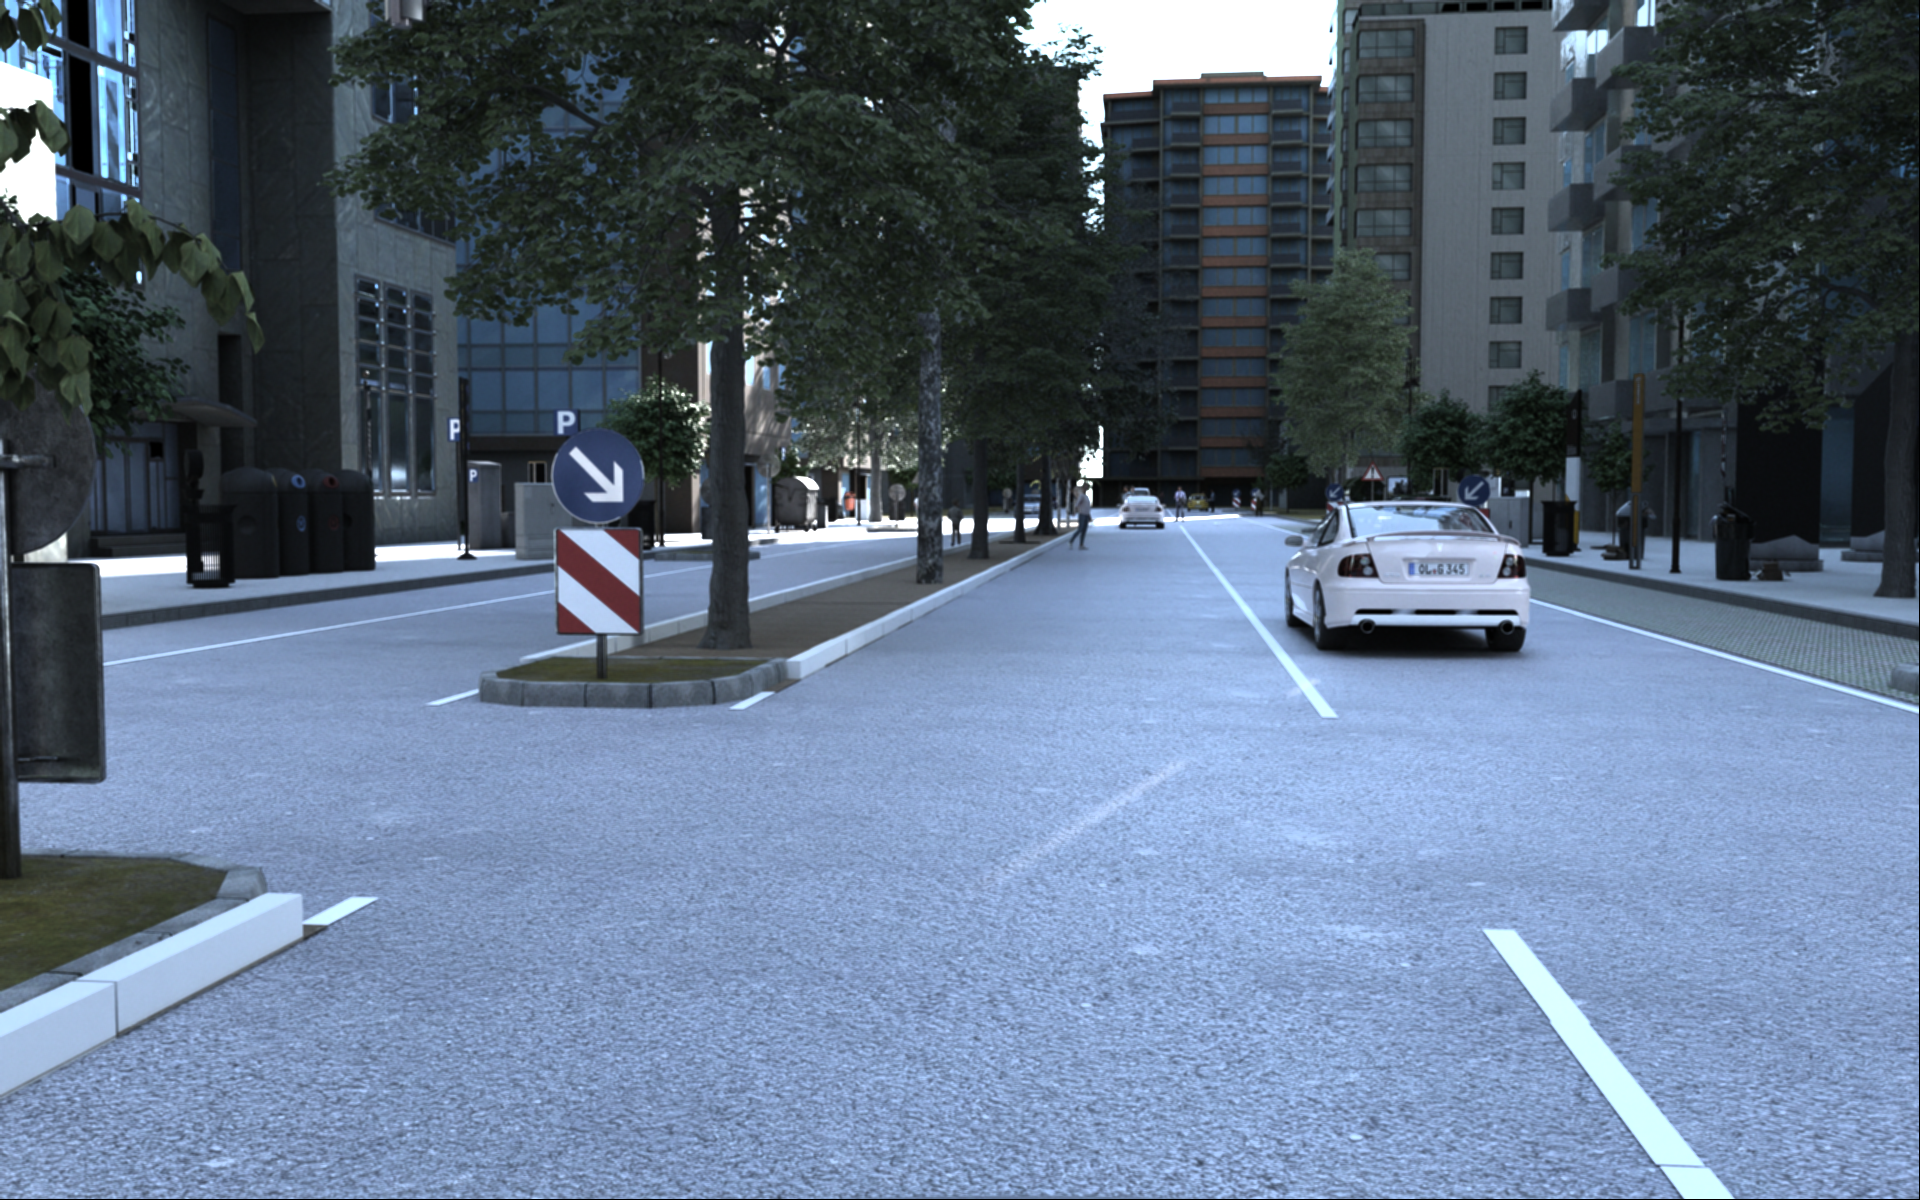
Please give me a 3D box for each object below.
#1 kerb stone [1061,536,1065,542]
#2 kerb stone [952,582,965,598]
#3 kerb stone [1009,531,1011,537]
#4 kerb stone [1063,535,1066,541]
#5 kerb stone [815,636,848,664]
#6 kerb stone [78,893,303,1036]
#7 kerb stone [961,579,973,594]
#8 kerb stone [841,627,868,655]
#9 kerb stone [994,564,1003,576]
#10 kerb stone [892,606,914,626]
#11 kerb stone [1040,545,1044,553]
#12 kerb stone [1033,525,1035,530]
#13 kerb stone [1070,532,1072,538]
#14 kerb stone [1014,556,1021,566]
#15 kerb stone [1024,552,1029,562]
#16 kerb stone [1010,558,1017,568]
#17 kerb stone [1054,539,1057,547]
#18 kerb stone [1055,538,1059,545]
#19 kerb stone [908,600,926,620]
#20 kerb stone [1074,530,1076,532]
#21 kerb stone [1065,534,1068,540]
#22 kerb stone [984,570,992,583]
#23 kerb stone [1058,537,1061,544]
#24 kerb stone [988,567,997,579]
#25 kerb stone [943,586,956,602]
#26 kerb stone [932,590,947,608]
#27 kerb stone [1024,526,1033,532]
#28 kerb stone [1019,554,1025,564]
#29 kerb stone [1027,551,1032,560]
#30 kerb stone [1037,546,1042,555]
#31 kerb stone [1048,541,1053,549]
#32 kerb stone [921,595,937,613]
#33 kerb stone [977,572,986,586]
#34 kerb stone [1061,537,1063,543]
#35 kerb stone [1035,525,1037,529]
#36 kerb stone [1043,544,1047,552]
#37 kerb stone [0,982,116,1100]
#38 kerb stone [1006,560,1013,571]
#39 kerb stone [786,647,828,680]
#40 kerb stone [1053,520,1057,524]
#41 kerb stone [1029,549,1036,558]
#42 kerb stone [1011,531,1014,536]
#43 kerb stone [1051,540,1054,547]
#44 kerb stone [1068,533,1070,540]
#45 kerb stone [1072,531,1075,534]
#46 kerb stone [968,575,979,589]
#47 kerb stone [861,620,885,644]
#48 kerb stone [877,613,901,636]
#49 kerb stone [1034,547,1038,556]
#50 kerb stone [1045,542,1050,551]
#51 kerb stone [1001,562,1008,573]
[{"bbox_3d":[2.892,-1.729,50.472,0.120,0.150,1.000,0,4,6],"label":"kerb stone"},{"bbox_3d":[-0.087,-0.109,24.011,0.120,0.150,1.000,0,4,6],"label":"kerb stone"},{"bbox_3d":[1.505,-2.120,56.851,0.120,0.150,1.000,0,4,6],"label":"kerb stone"},{"bbox_3d":[2.999,-1.792,51.489,0.120,0.150,1.000,0,4,6],"label":"kerb stone"},{"bbox_3d":[-1.128,0.449,14.849,0.120,0.150,1.000,0,4,6],"label":"kerb stone"},{"bbox_3d":[-2.227,1.049,5.075,0.120,0.150,1.000,0,4,6],"label":"kerb stone"},{"bbox_3d":[0.036,-0.173,25.025,0.120,0.150,1.000,0,4,6],"label":"kerb stone"},{"bbox_3d":[-1.007,0.389,15.864,0.120,0.150,1.000,0,4,6],"label":"kerb stone"},{"bbox_3d":[0.591,-0.484,30.106,0.120,0.150,1.000,0,4,6],"label":"kerb stone"},{"bbox_3d":[-0.664,0.201,18.932,0.120,0.150,1.000,0,4,6],"label":"kerb stone"},{"bbox_3d":[1.860,-1.169,41.305,0.120,0.150,1.000,0,4,6],"label":"kerb stone"},{"bbox_3d":[2.769,-2.805,68.059,0.120,0.150,1.000,0,4,6],"label":"kerb stone"},{"bbox_3d":[3.354,-1.978,54.543,0.120,0.150,1.000,0,4,6],"label":"kerb stone"},{"bbox_3d":[1.060,-0.732,34.170,0.120,0.150,1.000,0,4,6],"label":"kerb stone"},{"bbox_3d":[1.286,-0.854,36.208,0.120,0.150,1.000,0,4,6],"label":"kerb stone"},{"bbox_3d":[0.943,-0.662,33.155,0.120,0.150,1.000,0,4,6],"label":"kerb stone"},{"bbox_3d":[2.437,-1.475,46.401,0.120,0.150,1.000,0,4,6],"label":"kerb stone"},{"bbox_3d":[2.558,-1.543,47.416,0.120,0.150,1.000,0,4,6],"label":"kerb stone"},{"bbox_3d":[-0.541,0.138,19.947,0.120,0.150,1.000,0,4,6],"label":"kerb stone"},{"bbox_3d":[3.700,-2.165,57.600,0.120,0.150,1.000,0,4,6],"label":"kerb stone"},{"bbox_3d":[3.120,-1.853,52.508,0.120,0.150,1.000,0,4,6],"label":"kerb stone"},{"bbox_3d":[0.372,-0.355,28.074,0.120,0.150,1.000,0,4,6],"label":"kerb stone"},{"bbox_3d":[2.668,-1.604,48.435,0.120,0.150,1.000,0,4,6],"label":"kerb stone"},{"bbox_3d":[0.478,-0.413,29.091,0.120,0.150,1.000,0,4,6],"label":"kerb stone"},{"bbox_3d":[-0.205,-0.049,22.995,0.120,0.150,1.000,0,4,6],"label":"kerb stone"},{"bbox_3d":[-0.313,0.013,21.978,0.120,0.150,1.000,0,4,6],"label":"kerb stone"},{"bbox_3d":[2.648,-2.743,67.042,0.120,0.150,1.000,0,4,6],"label":"kerb stone"},{"bbox_3d":[1.174,-0.795,35.192,0.120,0.150,1.000,0,4,6],"label":"kerb stone"},{"bbox_3d":[1.405,-0.915,37.223,0.120,0.150,1.000,0,4,6],"label":"kerb stone"},{"bbox_3d":[1.747,-1.096,40.285,0.120,0.150,1.000,0,4,6],"label":"kerb stone"},{"bbox_3d":[2.218,-1.356,44.358,0.120,0.150,1.000,0,4,6],"label":"kerb stone"},{"bbox_3d":[-0.432,0.075,20.963,0.120,0.150,1.000,0,4,6],"label":"kerb stone"},{"bbox_3d":[0.255,-0.297,27.058,0.120,0.150,1.000,0,4,6],"label":"kerb stone"},{"bbox_3d":[2.780,-1.665,49.456,0.120,0.150,1.000,0,4,6],"label":"kerb stone"},{"bbox_3d":[2.878,-2.867,69.078,0.120,0.150,1.000,0,4,6],"label":"kerb stone"},{"bbox_3d":[1.980,-1.228,42.322,0.120,0.150,1.000,0,4,6],"label":"kerb stone"},{"bbox_3d":[-2.333,1.109,4.058,0.120,0.150,1.000,0,4,6],"label":"kerb stone"},{"bbox_3d":[0.836,-0.608,32.138,0.120,0.150,1.000,0,4,6],"label":"kerb stone"},{"bbox_3d":[-1.230,0.512,13.831,0.120,0.150,1.000,0,4,6],"label":"kerb stone"},{"bbox_3d":[4.825,-3.924,86.378,0.120,0.150,1.000,0,4,6],"label":"kerb stone"},{"bbox_3d":[1.518,-0.981,38.241,0.120,0.150,1.000,0,4,6],"label":"kerb stone"},{"bbox_3d":[1.610,-2.179,57.868,0.120,0.150,1.000,0,4,6],"label":"kerb stone"},{"bbox_3d":[2.320,-1.418,45.376,0.120,0.150,1.000,0,4,6],"label":"kerb stone"},{"bbox_3d":[3.235,-1.915,53.526,0.120,0.150,1.000,0,4,6],"label":"kerb stone"},{"bbox_3d":[3.590,-2.103,56.580,0.120,0.150,1.000,0,4,6],"label":"kerb stone"},{"bbox_3d":[0.145,-0.232,26.042,0.120,0.150,1.000,0,4,6],"label":"kerb stone"},{"bbox_3d":[-0.892,0.327,16.881,0.120,0.150,1.000,0,4,6],"label":"kerb stone"},{"bbox_3d":[-0.771,0.266,17.907,0.120,0.150,1.000,0,4,6],"label":"kerb stone"},{"bbox_3d":[1.620,-1.044,39.261,0.120,0.150,1.000,0,4,6],"label":"kerb stone"},{"bbox_3d":[2.097,-1.293,43.339,0.120,0.150,1.000,0,4,6],"label":"kerb stone"},{"bbox_3d":[0.711,-0.544,31.122,0.120,0.150,1.000,0,4,6],"label":"kerb stone"}]
